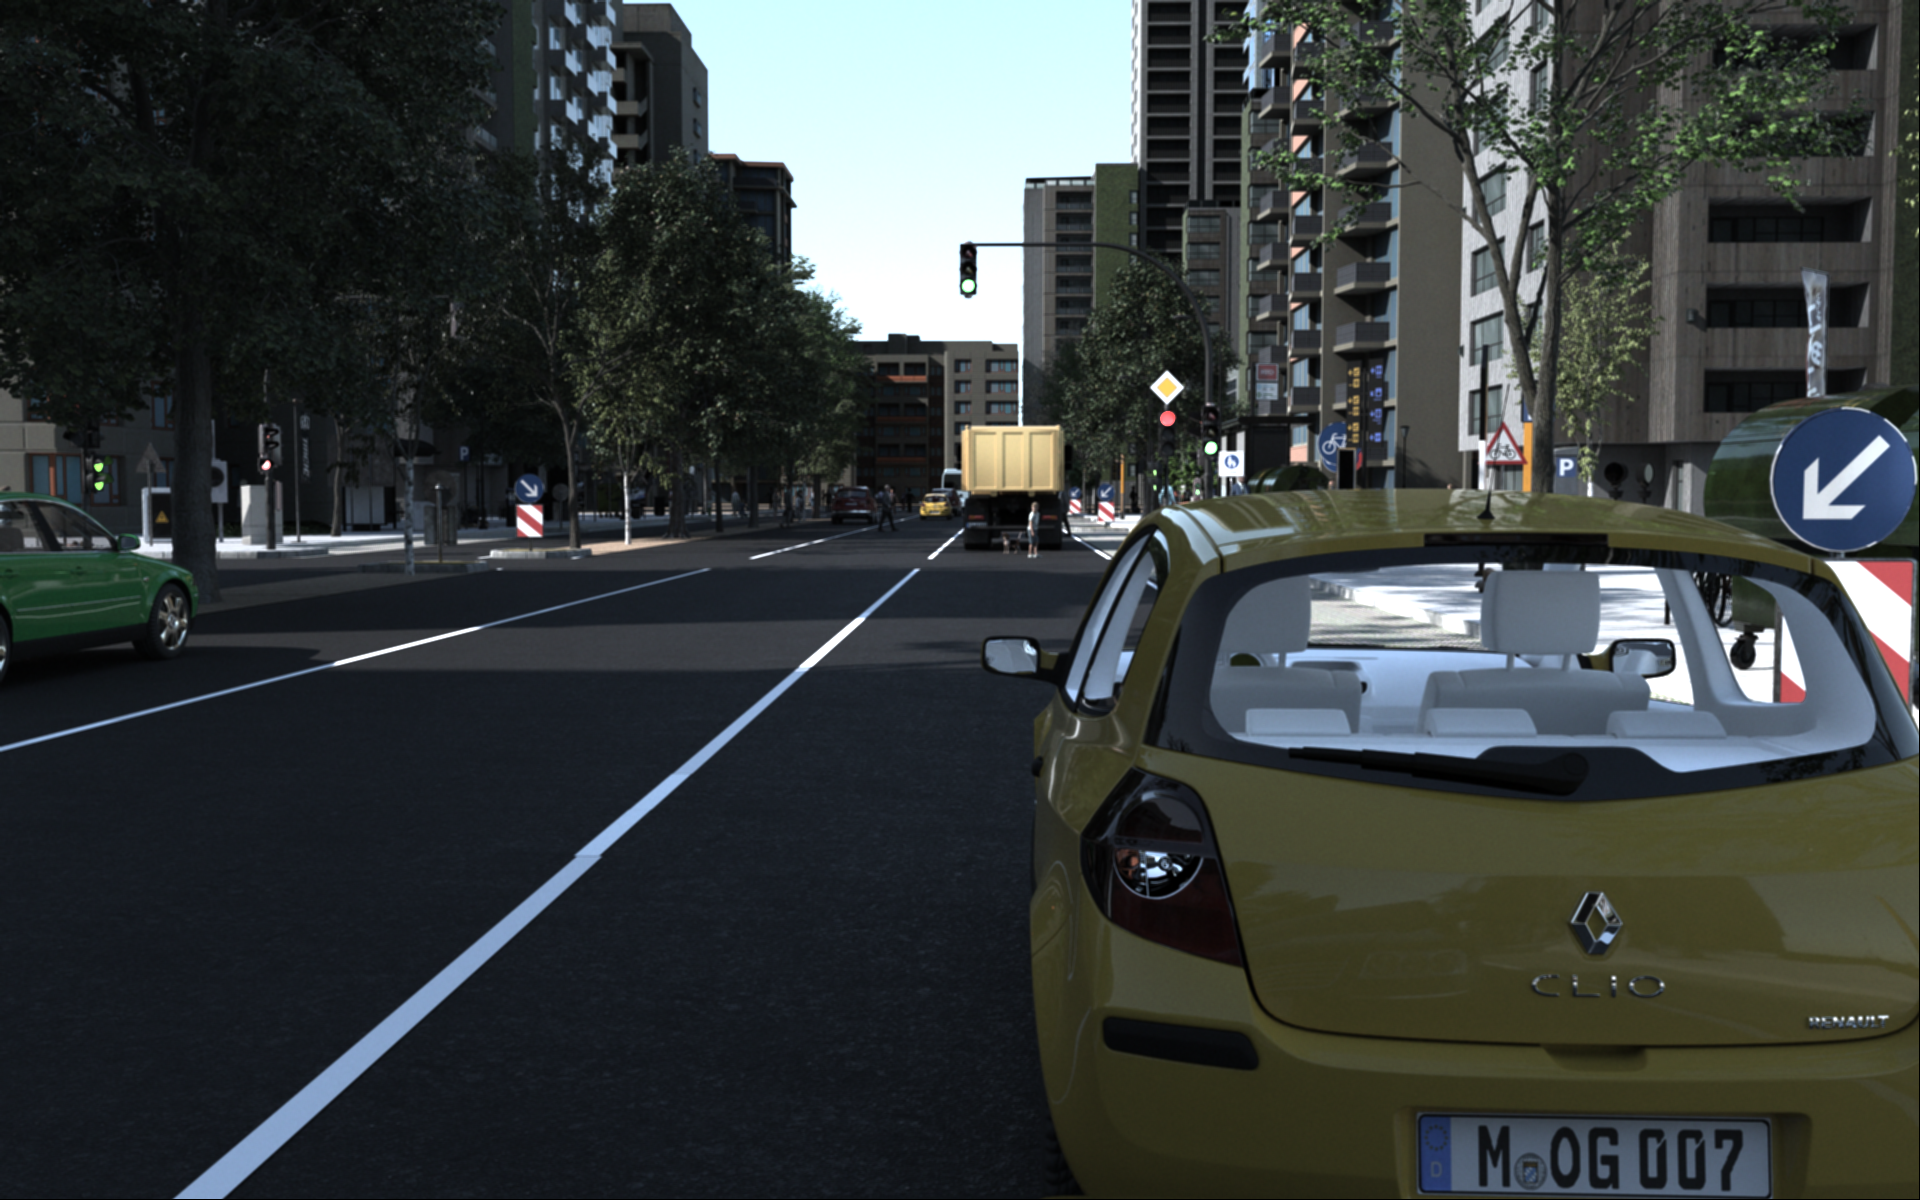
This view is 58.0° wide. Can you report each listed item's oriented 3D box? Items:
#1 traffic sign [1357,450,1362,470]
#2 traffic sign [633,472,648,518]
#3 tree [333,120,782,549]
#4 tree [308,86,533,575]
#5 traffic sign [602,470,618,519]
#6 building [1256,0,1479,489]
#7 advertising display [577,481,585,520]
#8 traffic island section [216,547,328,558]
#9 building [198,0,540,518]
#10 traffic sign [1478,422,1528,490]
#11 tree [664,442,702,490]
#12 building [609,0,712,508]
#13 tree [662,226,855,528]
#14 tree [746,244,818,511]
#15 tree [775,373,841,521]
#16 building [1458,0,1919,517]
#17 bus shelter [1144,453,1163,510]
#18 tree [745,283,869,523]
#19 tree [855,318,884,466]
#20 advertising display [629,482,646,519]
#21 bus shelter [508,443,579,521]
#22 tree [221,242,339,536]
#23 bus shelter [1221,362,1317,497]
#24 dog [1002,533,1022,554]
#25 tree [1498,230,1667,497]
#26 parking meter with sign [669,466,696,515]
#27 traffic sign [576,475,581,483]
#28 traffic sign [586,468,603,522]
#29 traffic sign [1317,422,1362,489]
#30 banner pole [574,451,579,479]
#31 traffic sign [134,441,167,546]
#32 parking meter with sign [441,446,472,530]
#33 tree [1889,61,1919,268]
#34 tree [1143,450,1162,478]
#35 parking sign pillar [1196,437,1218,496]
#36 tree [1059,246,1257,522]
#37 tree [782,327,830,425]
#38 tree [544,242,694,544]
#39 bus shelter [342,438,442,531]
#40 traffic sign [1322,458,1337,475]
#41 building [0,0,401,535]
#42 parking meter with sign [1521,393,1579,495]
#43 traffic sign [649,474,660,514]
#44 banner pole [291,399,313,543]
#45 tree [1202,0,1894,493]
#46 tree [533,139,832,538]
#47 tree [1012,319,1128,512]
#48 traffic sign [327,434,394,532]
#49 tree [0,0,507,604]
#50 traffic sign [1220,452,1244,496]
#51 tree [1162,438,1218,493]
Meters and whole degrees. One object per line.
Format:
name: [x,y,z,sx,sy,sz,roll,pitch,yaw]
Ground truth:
traffic sign: [9.627,-2.632,43.133,0.768,2.556,0.104,0,4,5]
traffic sign: [-17.315,-5.732,93.716,0.884,2.594,0.081,0,4,8]
tree: [-9.282,-6.430,42.000,8.767,10.594,7.601,0,4,1]
tree: [-9.657,-4.741,30.336,4.360,8.622,3.978,0,3,0]
traffic sign: [-18.344,-5.550,90.746,0.884,2.594,0.081,0,4,3]
building: [28.815,-27.119,98.012,22.147,44.769,28.867,0,4,1]
advertising display: [-18.789,-4.843,84.399,0.974,1.923,0.123,-1,4,-22]
traffic island section: [-15.926,-1.083,39.992,2.009,0.180,2.903,0,4,1]
building: [-32.129,-25.217,95.891,14.154,41.232,14.086,0,4,1]
traffic sign: [9.773,-1.911,31.253,0.884,2.594,0.081,0,4,4]
tree: [-16.453,-9.246,101.533,4.360,8.622,3.978,0,3,0]
building: [-36.788,-33.402,169.817,21.600,48.544,21.300,0,4,1]
tree: [-8.787,-9.326,73.066,7.486,12.596,7.792,0,3,0]
tree: [-14.336,-16.712,129.129,12.611,20.169,13.585,0,3,0]
tree: [-8.299,-8.512,91.985,4.360,8.622,3.978,0,3,0]
building: [25.426,-17.471,57.355,14.107,30.474,14.160,0,4,1]
bus shelter: [11.039,-6.459,96.886,1.731,3.624,6.357,0,4,2]
tree: [-8.222,-9.538,84.162,9.928,11.665,9.643,0,3,0]
tree: [-8.209,-10.844,97.876,7.486,12.596,7.792,0,3,0]
advertising display: [-16.576,-5.104,88.665,0.974,1.923,0.123,0,4,-6]
bus shelter: [-19.113,-5.408,79.710,1.731,3.624,6.357,0,4,1]
tree: [-18.524,-7.194,52.033,7.601,10.594,8.767,0,4,-2]
bus shelter: [8.617,-4.463,50.603,2.179,5.291,8.768,0,4,1]
dog: [1.253,-1.371,41.698,0.406,0.507,0.540,1,4,11]
tree: [16.926,-5.909,46.967,4.737,8.622,4.395,0,3,0]
parking meter with sign: [-17.129,-6.756,106.716,0.543,3.016,1.738,3,5,44]
traffic sign: [-18.679,-5.097,83.344,0.884,2.594,0.081,0,4,7]
traffic sign: [-16.822,-4.871,79.746,0.768,2.556,0.104,0,4,4]
traffic sign: [6.696,-1.867,30.633,0.768,2.556,0.104,0,4,7]
banner pole: [-19.678,-6.012,88.321,0.401,3.779,0.863,2,4,26]
traffic sign: [-19.899,-2.602,42.543,0.884,2.594,0.081,1,4,10]
parking meter with sign: [-18.314,-4.021,62.008,0.543,3.016,1.738,2,4,30]
tree: [15.071,-4.516,24.206,4.737,8.622,4.395,0,3,0]
tree: [8.065,-4.358,65.853,1.663,3.219,1.824,0,3,0]
parking sign pillar: [10.272,-5.086,71.628,1.447,3.967,1.447,3,5,41]
tree: [8.903,-9.989,80.331,9.611,12.733,9.660,0,3,0]
tree: [-8.929,-7.815,64.643,8.767,10.594,7.601,0,4,1]
tree: [-9.349,-5.852,48.503,4.737,8.622,4.395,0,3,0]
bus shelter: [-20.404,-4.160,61.946,2.014,3.302,5.546,0,4,2]
traffic sign: [8.924,-2.498,40.953,0.768,2.556,0.104,0,4,5]
building: [-39.946,-13.456,65.046,27.650,21.520,28.899,0,4,1]
parking meter with sign: [9.667,-1.945,28.069,0.543,3.016,1.738,0,4,-3]
traffic sign: [-18.873,-6.536,106.969,0.768,2.556,0.104,1,4,10]
banner pole: [-17.388,-3.412,45.801,0.401,3.779,0.863,1,4,14]
tree: [6.856,-5.802,20.611,9.928,11.665,9.643,0,3,0]
tree: [-9.151,-8.344,55.891,9.611,12.733,9.660,0,3,0]
tree: [8.719,-12.919,121.598,12.009,13.543,11.850,0,3,0]
traffic sign: [-20.243,-3.954,58.523,2.265,3.308,0.079,0,4,2]
tree: [-10.070,-6.928,22.382,9.857,13.997,8.962,0,3,0]
traffic sign: [6.539,-2.423,41.743,0.606,2.300,0.079,0,4,5]
tree: [7.696,-3.775,56.321,1.663,3.219,1.824,0,3,0]
